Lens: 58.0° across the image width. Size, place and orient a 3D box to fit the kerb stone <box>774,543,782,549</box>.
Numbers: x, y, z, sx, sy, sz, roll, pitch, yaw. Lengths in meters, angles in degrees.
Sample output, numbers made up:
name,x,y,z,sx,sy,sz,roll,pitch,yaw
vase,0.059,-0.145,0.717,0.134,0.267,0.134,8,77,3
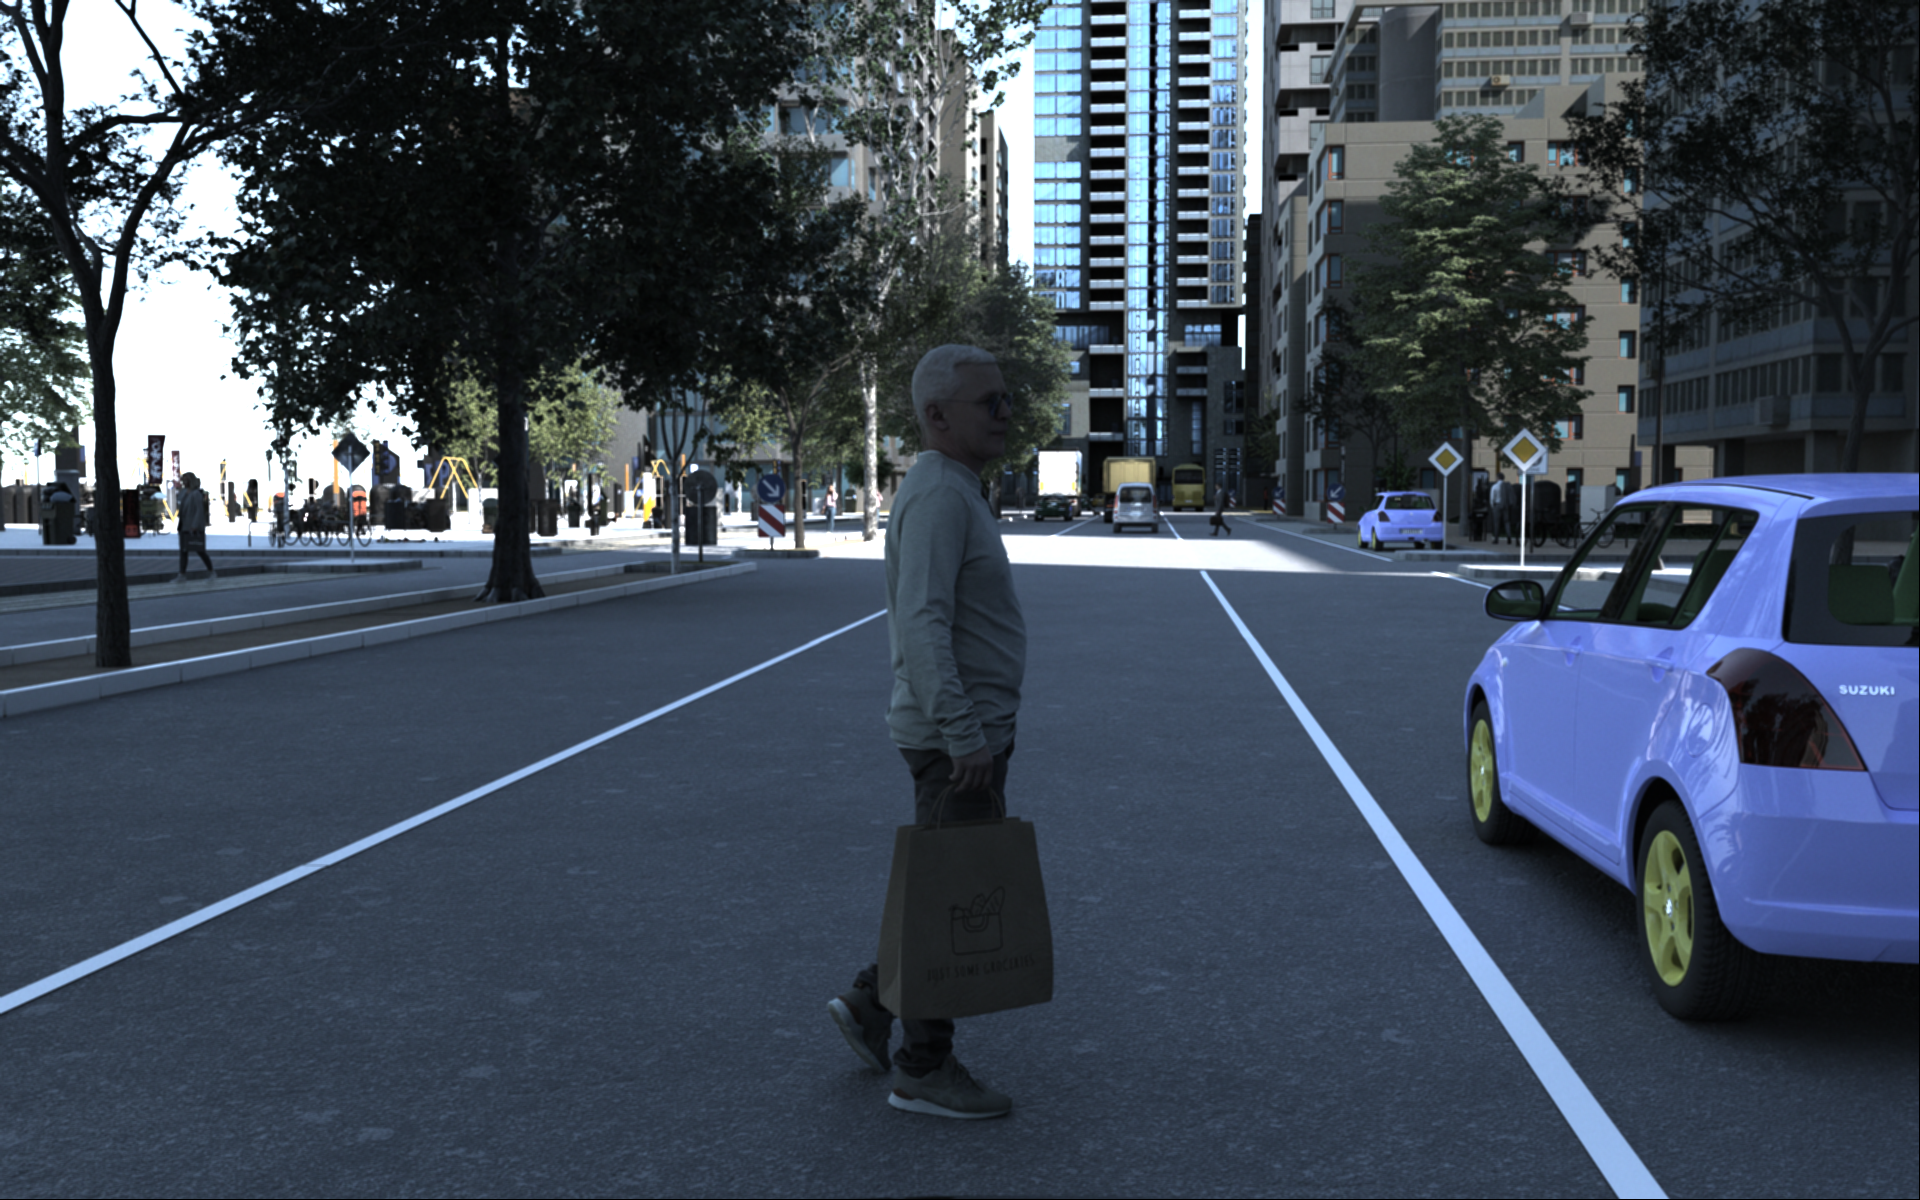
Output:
name,x,y,z,sx,sy,sz,roll,pitch,yaw
kerb stone,-4.743,-1.335,44.022,0.120,0.150,1.000,0,4,6

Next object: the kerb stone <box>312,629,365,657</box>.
name,x,y,z,sx,sy,sz,roll,pitch,yaw
kerb stone,-5.706,0.398,15.708,0.120,0.150,1.000,0,4,6

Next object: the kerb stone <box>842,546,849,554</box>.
name,x,y,z,sx,sy,sz,roll,pitch,yaw
kerb stone,-2.870,-1.194,41.750,0.120,0.150,1.000,0,4,6

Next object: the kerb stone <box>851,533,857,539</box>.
name,x,y,z,sx,sy,sz,roll,pitch,yaw
kerb stone,-3.524,-2.018,55.228,0.120,0.150,1.000,0,4,6

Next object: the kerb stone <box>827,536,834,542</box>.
name,x,y,z,sx,sy,sz,roll,pitch,yaw
kerb stone,-3.957,-1.770,51.159,0.120,0.150,1.000,0,4,6

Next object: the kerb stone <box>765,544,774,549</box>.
name,x,y,z,sx,sy,sz,roll,pitch,yaw
kerb stone,-4.848,-1.270,43.005,0.120,0.150,1.000,0,4,6

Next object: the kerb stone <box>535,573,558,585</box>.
name,x,y,z,sx,sy,sz,roll,pitch,yaw
kerb stone,-6.571,-0.305,27.177,0.120,0.150,1.000,0,4,6

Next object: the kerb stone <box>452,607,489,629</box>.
name,x,y,z,sx,sy,sz,roll,pitch,yaw
kerb stone,-5.378,0.210,18.757,0.120,0.150,1.000,0,4,6

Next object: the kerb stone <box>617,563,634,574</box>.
name,x,y,z,sx,sy,sz,roll,pitch,yaw
kerb stone,-6.128,-0.553,31.251,0.120,0.150,1.000,0,4,6

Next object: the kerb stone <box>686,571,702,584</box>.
name,x,y,z,sx,sy,sz,roll,pitch,yaw
kerb stone,-4.381,-0.348,27.914,0.120,0.150,1.000,0,4,6

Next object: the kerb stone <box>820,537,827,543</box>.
name,x,y,z,sx,sy,sz,roll,pitch,yaw
kerb stone,-4.067,-1.709,50.133,0.120,0.150,1.000,0,4,6

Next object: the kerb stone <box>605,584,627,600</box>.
name,x,y,z,sx,sy,sz,roll,pitch,yaw
kerb stone,-4.822,-0.096,23.845,0.120,0.150,1.000,0,4,6

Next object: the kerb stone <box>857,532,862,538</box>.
name,x,y,z,sx,sy,sz,roll,pitch,yaw
kerb stone,-3.411,-2.083,56.256,0.120,0.150,1.000,0,4,6

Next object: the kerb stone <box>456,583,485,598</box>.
name,x,y,z,sx,sy,sz,roll,pitch,yaw
kerb stone,-6.903,-0.111,24.119,0.120,0.150,1.000,0,4,6

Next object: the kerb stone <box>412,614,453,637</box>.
name,x,y,z,sx,sy,sz,roll,pitch,yaw
kerb stone,-5.482,0.273,17.740,0.120,0.150,1.000,0,4,6

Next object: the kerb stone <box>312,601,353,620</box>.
name,x,y,z,sx,sy,sz,roll,pitch,yaw
kerb stone,-7.345,0.131,20.050,0.120,0.150,1.000,0,4,6

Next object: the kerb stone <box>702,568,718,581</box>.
name,x,y,z,sx,sy,sz,roll,pitch,yaw
kerb stone,-4.267,-0.412,28.929,0.120,0.150,1.000,0,4,6

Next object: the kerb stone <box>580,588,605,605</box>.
name,x,y,z,sx,sy,sz,roll,pitch,yaw
kerb stone,-4.925,-0.039,22.827,0.120,0.150,1.000,0,4,6

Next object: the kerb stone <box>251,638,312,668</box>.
name,x,y,z,sx,sy,sz,roll,pitch,yaw
kerb stone,-5.814,0.459,14.692,0.120,0.150,1.000,0,4,6

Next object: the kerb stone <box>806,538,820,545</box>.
name,x,y,z,sx,sy,sz,roll,pitch,yaw
kerb stone,-4.185,-1.646,49.114,0.120,0.150,1.000,0,4,6

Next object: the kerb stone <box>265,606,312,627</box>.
name,x,y,z,sx,sy,sz,roll,pitch,yaw
kerb stone,-7.450,0.194,19.029,0.120,0.150,1.000,0,4,6

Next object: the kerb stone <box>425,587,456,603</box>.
name,x,y,z,sx,sy,sz,roll,pitch,yaw
kerb stone,-7.008,-0.054,23.102,0.120,0.150,1.000,0,4,6

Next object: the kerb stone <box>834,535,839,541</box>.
name,x,y,z,sx,sy,sz,roll,pitch,yaw
kerb stone,-3.854,-1.834,52.179,0.120,0.150,1.000,0,4,6

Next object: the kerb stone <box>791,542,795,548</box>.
name,x,y,z,sx,sy,sz,roll,pitch,yaw
kerb stone,-4.520,-1.457,46.062,0.120,0.150,1.000,0,4,6

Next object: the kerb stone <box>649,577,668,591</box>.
name,x,y,z,sx,sy,sz,roll,pitch,yaw
kerb stone,-4.598,-0.224,25.881,0.120,0.150,1.000,0,4,6

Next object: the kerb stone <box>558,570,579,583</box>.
name,x,y,z,sx,sy,sz,roll,pitch,yaw
kerb stone,-6.459,-0.367,28.200,0.120,0.150,1.000,0,4,6

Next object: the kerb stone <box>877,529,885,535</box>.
name,x,y,z,sx,sy,sz,roll,pitch,yaw
kerb stone,-2.852,-2.393,61.367,0.120,0.150,1.000,0,4,6

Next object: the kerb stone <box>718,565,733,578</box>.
name,x,y,z,sx,sy,sz,roll,pitch,yaw
kerb stone,-4.154,-0.473,29.958,0.120,0.150,1.000,0,4,6

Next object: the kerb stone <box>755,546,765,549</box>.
name,x,y,z,sx,sy,sz,roll,pitch,yaw
kerb stone,-4.959,-1.210,41.980,0.120,0.150,1.000,0,4,6

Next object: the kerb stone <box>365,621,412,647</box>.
name,x,y,z,sx,sy,sz,roll,pitch,yaw
kerb stone,-5.589,0.335,16.724,0.120,0.150,1.000,0,4,6

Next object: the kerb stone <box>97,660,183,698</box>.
name,x,y,z,sx,sy,sz,roll,pitch,yaw
kerb stone,-6.036,0.583,12.659,0.120,0.150,1.000,0,4,6

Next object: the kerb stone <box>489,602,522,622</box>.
name,x,y,z,sx,sy,sz,roll,pitch,yaw
kerb stone,-5.268,0.148,19.774,0.120,0.150,1.000,0,4,6

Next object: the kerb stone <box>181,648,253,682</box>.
name,x,y,z,sx,sy,sz,roll,pitch,yaw
kerb stone,-5.921,0.522,13.675,0.120,0.150,1.000,0,4,6

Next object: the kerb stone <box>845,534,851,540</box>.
name,x,y,z,sx,sy,sz,roll,pitch,yaw
kerb stone,-3.636,-1.953,54.212,0.120,0.150,1.000,0,4,6

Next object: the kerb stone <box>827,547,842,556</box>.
name,x,y,z,sx,sy,sz,roll,pitch,yaw
kerb stone,-2.986,-1.134,40.734,0.120,0.150,1.000,0,4,6

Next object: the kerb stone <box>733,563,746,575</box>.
name,x,y,z,sx,sy,sz,roll,pitch,yaw
kerb stone,-4.042,-0.537,30.979,0.120,0.150,1.000,0,4,6

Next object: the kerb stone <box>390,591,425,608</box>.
name,x,y,z,sx,sy,sz,roll,pitch,yaw
kerb stone,-7.122,0.007,22.087,0.120,0.150,1.000,0,4,6

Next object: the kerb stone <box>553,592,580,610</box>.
name,x,y,z,sx,sy,sz,roll,pitch,yaw
kerb stone,-5.041,0.024,21.812,0.120,0.150,1.000,0,4,6

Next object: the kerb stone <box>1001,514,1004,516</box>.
name,x,y,z,sx,sy,sz,roll,pitch,yaw
kerb stone,2.786,-5.574,113.375,0.120,0.150,1.000,0,4,6

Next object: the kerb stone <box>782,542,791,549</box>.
name,x,y,z,sx,sy,sz,roll,pitch,yaw
kerb stone,-4.623,-1.397,45.037,0.120,0.150,1.000,0,4,6

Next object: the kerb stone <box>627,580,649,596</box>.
name,x,y,z,sx,sy,sz,roll,pitch,yaw
kerb stone,-4.706,-0.163,24.861,0.120,0.150,1.000,0,4,6

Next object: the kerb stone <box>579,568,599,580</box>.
name,x,y,z,sx,sy,sz,roll,pitch,yaw
kerb stone,-6.350,-0.427,29.218,0.120,0.150,1.000,0,4,6

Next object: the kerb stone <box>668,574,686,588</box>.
name,x,y,z,sx,sy,sz,roll,pitch,yaw
kerb stone,-4.493,-0.288,26.898,0.120,0.150,1.000,0,4,6

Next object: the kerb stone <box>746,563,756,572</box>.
name,x,y,z,sx,sy,sz,roll,pitch,yaw
kerb stone,-3.932,-0.597,31.995,0.120,0.150,1.000,0,4,6

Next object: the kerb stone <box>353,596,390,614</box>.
name,x,y,z,sx,sy,sz,roll,pitch,yaw
kerb stone,-7.236,0.071,21.068,0.120,0.150,1.000,0,4,6

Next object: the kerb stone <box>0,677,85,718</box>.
name,x,y,z,sx,sy,sz,roll,pitch,yaw
kerb stone,-6.141,0.645,11.643,0.120,0.150,1.000,0,4,6

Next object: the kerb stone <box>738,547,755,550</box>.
name,x,y,z,sx,sy,sz,roll,pitch,yaw
kerb stone,-5.074,-1.148,40.960,0.120,0.150,1.000,0,4,6

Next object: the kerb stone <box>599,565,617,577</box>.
name,x,y,z,sx,sy,sz,roll,pitch,yaw
kerb stone,-6.236,-0.492,30.235,0.120,0.150,1.000,0,4,6

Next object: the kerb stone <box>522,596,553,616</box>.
name,x,y,z,sx,sy,sz,roll,pitch,yaw
kerb stone,-5.149,0.086,20.789,0.120,0.150,1.000,0,4,6

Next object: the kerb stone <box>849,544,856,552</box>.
name,x,y,z,sx,sy,sz,roll,pitch,yaw
kerb stone,-2.766,-1.258,42.767,0.120,0.150,1.000,0,4,6

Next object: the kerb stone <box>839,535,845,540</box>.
name,x,y,z,sx,sy,sz,roll,pitch,yaw
kerb stone,-3.749,-1.896,53.196,0.120,0.150,1.000,0,4,6
